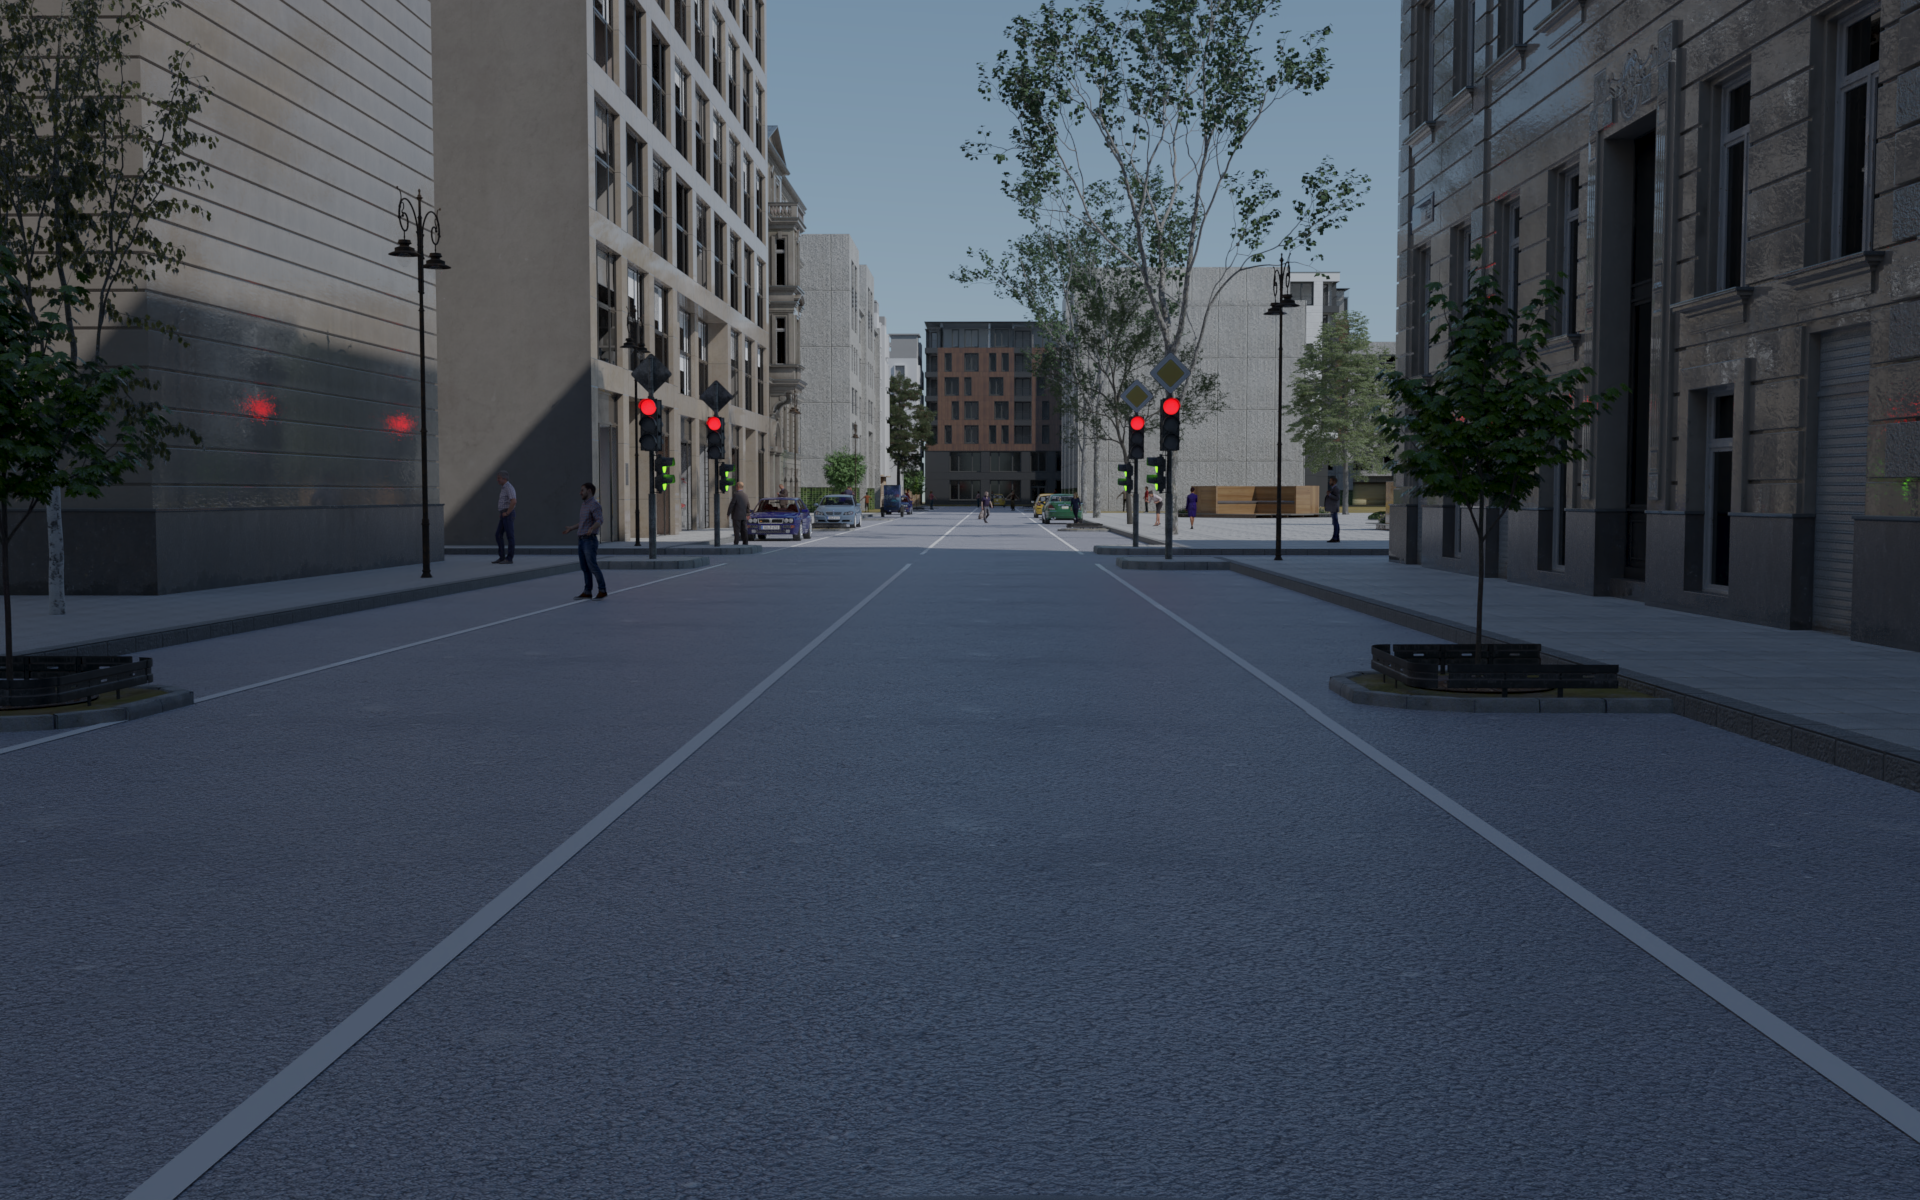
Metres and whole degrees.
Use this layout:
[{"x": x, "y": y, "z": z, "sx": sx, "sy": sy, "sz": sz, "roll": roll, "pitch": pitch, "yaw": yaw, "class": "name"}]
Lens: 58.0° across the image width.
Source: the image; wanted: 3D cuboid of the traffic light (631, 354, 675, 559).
[{"x": -6.067, "y": -2.748, "z": 34.181, "sx": 0.839, "sy": 4.213, "sz": 0.868, "roll": 0, "pitch": 4, "yaw": 1, "class": "traffic light"}]

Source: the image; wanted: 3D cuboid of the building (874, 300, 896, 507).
[{"x": -14.755, "y": -18.994, "z": 166.965, "sx": 16.016, "sy": 20.091, "sz": 11.380, "roll": 0, "pitch": 4, "yaw": 1, "class": "building"}]

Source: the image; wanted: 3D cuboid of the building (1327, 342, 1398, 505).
[{"x": 44.252, "y": -20.983, "z": 209.532, "sx": 31.486, "sy": 18.905, "sz": 16.747, "roll": 0, "pitch": 4, "yaw": 1, "class": "building"}]

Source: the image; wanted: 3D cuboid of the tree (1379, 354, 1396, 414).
[{"x": 19.210, "y": -7.318, "z": 70.007, "sx": 4.737, "sy": 8.622, "sz": 4.395, "roll": 0, "pitch": 3, "yaw": 0, "class": "tree"}]

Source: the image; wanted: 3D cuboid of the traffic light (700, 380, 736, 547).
[{"x": -5.909, "y": -3.237, "z": 42.165, "sx": 0.839, "sy": 4.213, "sz": 0.868, "roll": 0, "pitch": 4, "yaw": 1, "class": "traffic light"}]

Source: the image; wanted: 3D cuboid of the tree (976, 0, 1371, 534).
[{"x": 6.339, "y": -12.054, "z": 52.965, "sx": 12.611, "sy": 20.169, "sz": 13.585, "roll": 0, "pitch": 3, "yaw": 0, "class": "tree"}]

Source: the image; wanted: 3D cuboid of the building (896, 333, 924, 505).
[{"x": -10.319, "y": -21.661, "z": 210.569, "sx": 11.380, "sy": 20.091, "sz": 16.016, "roll": 0, "pitch": 4, "yaw": 1, "class": "building"}]

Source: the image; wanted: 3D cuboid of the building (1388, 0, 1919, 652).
[{"x": 13.540, "y": -13.614, "z": 19.857, "sx": 12.463, "sy": 27.353, "sz": 25.104, "roll": 0, "pitch": 4, "yaw": 1, "class": "building"}]

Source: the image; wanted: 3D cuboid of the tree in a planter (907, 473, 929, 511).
[{"x": -3.620, "y": -8.986, "z": 144.143, "sx": 1.991, "sy": 3.239, "sz": 1.994, "roll": 0, "pitch": 4, "yaw": 1, "class": "tree in a planter"}]

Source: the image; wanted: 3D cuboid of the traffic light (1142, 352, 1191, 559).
[{"x": 4.092, "y": -2.737, "z": 33.997, "sx": 0.839, "sy": 4.213, "sz": 0.868, "roll": 0, "pitch": 4, "yaw": 1, "class": "traffic light"}]

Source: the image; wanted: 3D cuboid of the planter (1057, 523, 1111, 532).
[{"x": 4.771, "y": -2.804, "z": 66.985, "sx": 1.991, "sy": 0.319, "sz": 1.994, "roll": 0, "pitch": 4, "yaw": 1, "class": "planter"}]

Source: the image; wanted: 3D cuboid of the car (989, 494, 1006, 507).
[{"x": 4.039, "y": -10.808, "z": 186.926, "sx": 2.015, "sy": 1.641, "sz": 3.980, "roll": 0, "pitch": 4, "yaw": 2, "class": "car"}]

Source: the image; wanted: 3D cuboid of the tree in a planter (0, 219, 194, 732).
[{"x": -6.227, "y": -0.858, "z": 11.251, "sx": 1.991, "sy": 3.239, "sz": 1.994, "roll": 0, "pitch": 4, "yaw": 1, "class": "tree in a planter"}]

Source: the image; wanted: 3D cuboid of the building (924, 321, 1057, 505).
[{"x": 12.294, "y": -22.706, "z": 215.211, "sx": 32.646, "sy": 21.610, "sz": 27.936, "roll": 0, "pitch": 4, "yaw": 1, "class": "building"}]

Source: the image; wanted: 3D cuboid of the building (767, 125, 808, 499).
[{"x": -15.730, "y": -16.834, "z": 94.328, "sx": 14.460, "sy": 24.649, "sz": 34.723, "roll": 0, "pitch": 4, "yaw": 1, "class": "building"}]

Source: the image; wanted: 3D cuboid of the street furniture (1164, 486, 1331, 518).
[{"x": 16.601, "y": -5.464, "z": 96.186, "sx": 9.812, "sy": 1.723, "sz": 11.010, "roll": -3, "pitch": 4, "yaw": -38, "class": "street furniture"}]

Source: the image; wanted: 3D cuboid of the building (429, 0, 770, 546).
[{"x": -18.391, "y": -15.594, "z": 59.476, "sx": 19.350, "sy": 26.468, "sz": 34.151, "roll": 0, "pitch": 4, "yaw": 1, "class": "building"}]

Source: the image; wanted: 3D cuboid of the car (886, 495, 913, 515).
[{"x": -4.243, "y": -6.611, "z": 120.671, "sx": 1.945, "sy": 1.354, "sz": 3.894, "roll": 0, "pitch": 4, "yaw": 1, "class": "car"}]

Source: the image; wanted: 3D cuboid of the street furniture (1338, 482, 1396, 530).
[{"x": 19.319, "y": -3.310, "z": 60.966, "sx": 9.812, "sy": 1.723, "sz": 11.010, "roll": 0, "pitch": 4, "yaw": 1, "class": "street furniture"}]

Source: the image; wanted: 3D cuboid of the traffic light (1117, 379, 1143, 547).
[{"x": 4.250, "y": -3.225, "z": 41.980, "sx": 0.839, "sy": 4.213, "sz": 0.868, "roll": 0, "pitch": 4, "yaw": 1, "class": "traffic light"}]

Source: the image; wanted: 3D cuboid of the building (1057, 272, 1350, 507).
[{"x": 24.683, "y": -20.294, "z": 175.780, "sx": 27.936, "sy": 21.610, "sz": 32.646, "roll": 0, "pitch": 4, "yaw": 1, "class": "building"}]

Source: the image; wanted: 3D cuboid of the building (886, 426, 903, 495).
[{"x": -20.275, "y": -15.048, "z": 188.183, "sx": 28.070, "sy": 9.664, "sz": 9.099, "roll": 0, "pitch": 4, "yaw": 1, "class": "building"}]

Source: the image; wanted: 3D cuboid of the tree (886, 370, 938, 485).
[{"x": -6.114, "y": -16.538, "z": 177.822, "sx": 7.806, "sy": 13.903, "sz": 7.818, "roll": 0, "pitch": 3, "yaw": 0, "class": "tree"}]

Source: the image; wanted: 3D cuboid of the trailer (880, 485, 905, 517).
[{"x": -4.225, "y": -6.147, "z": 107.554, "sx": 1.471, "sy": 1.999, "sz": 3.904, "roll": 0, "pitch": 4, "yaw": 0, "class": "trailer"}]

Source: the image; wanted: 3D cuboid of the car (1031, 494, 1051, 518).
[{"x": 5.323, "y": -5.765, "z": 104.481, "sx": 2.015, "sy": 1.641, "sz": 3.980, "roll": 0, "pitch": 4, "yaw": 0, "class": "car"}]

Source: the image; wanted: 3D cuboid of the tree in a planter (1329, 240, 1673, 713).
[{"x": 3.694, "y": -0.918, "z": 12.231, "sx": 1.991, "sy": 3.239, "sz": 1.994, "roll": 0, "pitch": 4, "yaw": 1, "class": "tree in a planter"}]

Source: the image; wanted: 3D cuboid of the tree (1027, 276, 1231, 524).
[{"x": 7.210, "y": -8.501, "z": 73.409, "sx": 8.767, "sy": 10.594, "sz": 7.601, "roll": 0, "pitch": 4, "yaw": -3, "class": "tree"}]

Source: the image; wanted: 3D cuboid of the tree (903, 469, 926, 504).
[{"x": -5.437, "y": -12.928, "z": 195.079, "sx": 4.285, "sy": 4.588, "sz": 4.351, "roll": 0, "pitch": 3, "yaw": 0, "class": "tree"}]

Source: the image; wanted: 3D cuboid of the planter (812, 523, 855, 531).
[{"x": -5.129, "y": -2.847, "z": 67.689, "sx": 1.991, "sy": 0.319, "sz": 1.994, "roll": 0, "pitch": 4, "yaw": 1, "class": "planter"}]

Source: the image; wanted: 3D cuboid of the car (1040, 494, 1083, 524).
[{"x": 4.931, "y": -4.393, "z": 83.625, "sx": 2.131, "sy": 1.459, "sz": 4.920, "roll": 0, "pitch": 3, "yaw": 0, "class": "car"}]

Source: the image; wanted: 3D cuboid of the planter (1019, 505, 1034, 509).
[{"x": 6.843, "y": -9.166, "z": 171.000, "sx": 1.991, "sy": 0.319, "sz": 1.994, "roll": 0, "pitch": 4, "yaw": 1, "class": "planter"}]

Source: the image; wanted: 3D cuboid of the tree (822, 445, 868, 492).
[{"x": -7.728, "y": -8.065, "z": 115.575, "sx": 4.285, "sy": 4.588, "sz": 4.351, "roll": 0, "pitch": 3, "yaw": 0, "class": "tree"}]

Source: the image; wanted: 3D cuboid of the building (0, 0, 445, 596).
[{"x": -22.126, "y": -14.054, "z": 27.047, "sx": 25.104, "sy": 27.353, "sz": 12.463, "roll": 0, "pitch": 4, "yaw": 1, "class": "building"}]

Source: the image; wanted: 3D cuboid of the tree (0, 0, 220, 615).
[{"x": -9.558, "y": -4.134, "z": 17.960, "sx": 4.360, "sy": 8.622, "sz": 3.978, "roll": 0, "pitch": 3, "yaw": 0, "class": "tree"}]

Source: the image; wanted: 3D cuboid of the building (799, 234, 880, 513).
[{"x": -15.567, "y": -16.353, "z": 133.835, "sx": 16.747, "sy": 18.905, "sz": 31.486, "roll": 0, "pitch": 4, "yaw": 1, "class": "building"}]

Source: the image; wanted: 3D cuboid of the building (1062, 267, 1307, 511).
[{"x": 17.435, "y": -16.949, "z": 143.581, "sx": 16.747, "sy": 18.905, "sz": 31.486, "roll": 0, "pitch": 4, "yaw": 1, "class": "building"}]

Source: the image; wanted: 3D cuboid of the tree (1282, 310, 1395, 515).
[{"x": 23.592, "y": -11.583, "z": 107.515, "sx": 7.486, "sy": 12.596, "sz": 7.792, "roll": 0, "pitch": 3, "yaw": 0, "class": "tree"}]
